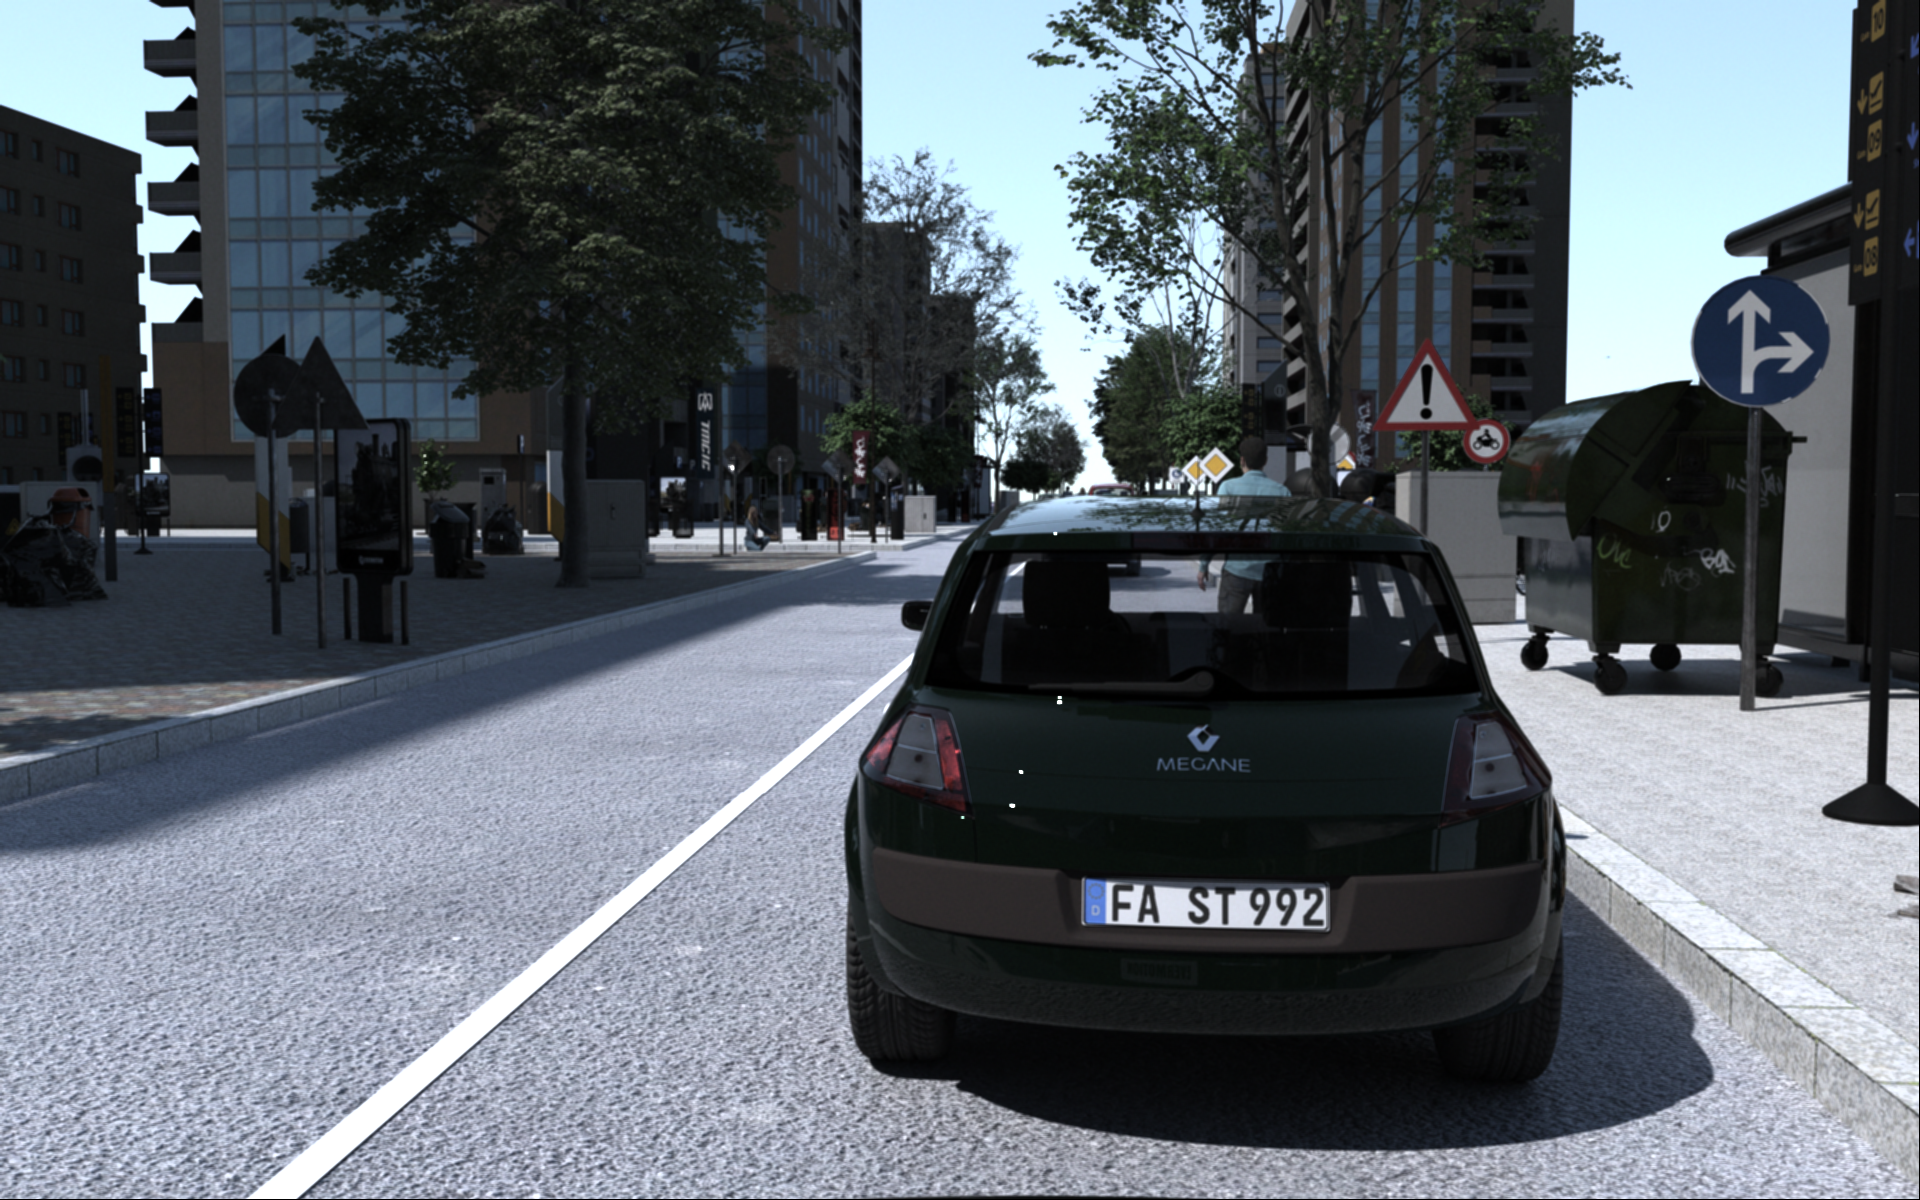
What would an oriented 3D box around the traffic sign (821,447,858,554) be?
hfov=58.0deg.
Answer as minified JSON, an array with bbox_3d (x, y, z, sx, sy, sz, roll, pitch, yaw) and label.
[{"bbox_3d":[-2.585,-2.051,37.173,0.795,2.450,0.064,0,4,5],"label":"traffic sign"}]

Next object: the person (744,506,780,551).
[{"bbox_3d":[-4.639,-1.607,40.270,0.738,1.151,1.012,3,4,38],"label":"person"}]

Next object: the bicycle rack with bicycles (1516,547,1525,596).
[{"bbox_3d":[6.923,-0.482,21.256,2.852,0.926,2.925,0,4,-7],"label":"bicycle rack with bicycles"}]

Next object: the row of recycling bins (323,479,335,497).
[{"bbox_3d":[-16.296,-2.439,46.991,3.534,1.692,1.069,3,5,45],"label":"row of recycling bins"}]

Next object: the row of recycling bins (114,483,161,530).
[{"bbox_3d":[-30.113,-3.488,64.136,1.069,1.692,3.534,1,4,18],"label":"row of recycling bins"}]

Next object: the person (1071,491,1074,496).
[{"bbox_3d":[11.788,-10.549,181.699,0.721,1.743,1.217,3,5,44],"label":"person"}]

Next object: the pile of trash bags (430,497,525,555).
[{"bbox_3d":[-10.927,-1.650,36.729,3.447,1.369,1.912,0,4,-5],"label":"pile of trash bags"}]

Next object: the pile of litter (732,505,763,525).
[{"bbox_3d":[-8.858,-3.543,71.890,1.176,0.858,1.719,3,4,37],"label":"pile of litter"}]

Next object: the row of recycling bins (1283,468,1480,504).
[{"bbox_3d":[6.818,-1.239,27.367,3.534,1.692,1.069,-1,4,-13],"label":"row of recycling bins"}]

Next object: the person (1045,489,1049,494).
[{"bbox_3d":[5.699,-6.413,113.575,0.641,1.798,0.478,-1,4,-13],"label":"person"}]

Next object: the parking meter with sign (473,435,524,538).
[{"bbox_3d":[-13.756,-3.349,51.013,1.738,3.016,0.543,0,4,-3],"label":"parking meter with sign"}]

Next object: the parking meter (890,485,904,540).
[{"bbox_3d":[-1.765,-2.464,48.696,0.372,1.533,0.369,0,3,0],"label":"parking meter"}]

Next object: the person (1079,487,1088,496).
[{"bbox_3d":[6.510,-5.052,91.289,0.537,1.800,0.526,0,4,8],"label":"person"}]

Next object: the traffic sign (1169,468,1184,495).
[{"bbox_3d":[8.333,-3.942,66.586,0.606,2.300,0.079,1,4,11],"label":"traffic sign"}]

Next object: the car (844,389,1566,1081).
[{"bbox_3d":[0.730,0.250,5.697,2.009,1.686,4.222,0,4,6],"label":"car"}]

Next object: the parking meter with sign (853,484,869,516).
[{"bbox_3d":[-5.828,-6.436,101.494,0.543,3.016,1.738,2,4,29],"label":"parking meter with sign"}]

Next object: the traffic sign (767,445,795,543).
[{"bbox_3d":[-4.661,-2.742,44.933,0.768,2.556,0.104,1,4,15],"label":"traffic sign"}]

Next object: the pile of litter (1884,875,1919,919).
[{"bbox_3d":[3.744,0.533,5.248,1.719,0.858,1.176,2,4,23],"label":"pile of litter"}]

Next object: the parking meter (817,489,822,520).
[{"bbox_3d":[-7.039,-4.748,86.044,0.372,1.533,0.369,0,3,0],"label":"parking meter"}]

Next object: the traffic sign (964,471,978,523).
[{"bbox_3d":[0.439,-4.643,77.101,0.795,2.450,0.064,0,4,7],"label":"traffic sign"}]

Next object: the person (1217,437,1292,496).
[{"bbox_3d":[1.980,-0.202,11.816,0.660,1.820,0.620,-1,4,-13],"label":"person"}]

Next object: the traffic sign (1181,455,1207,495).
[{"bbox_3d":[6.054,-2.495,44.436,0.795,2.450,0.064,0,4,5],"label":"traffic sign"}]

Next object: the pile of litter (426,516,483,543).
[{"bbox_3d":[-13.276,-1.958,45.978,1.719,0.858,1.176,1,4,17],"label":"pile of litter"}]

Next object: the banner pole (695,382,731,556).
[{"bbox_3d":[-5.125,-2.799,35.783,0.863,3.779,0.401,2,4,31],"label":"banner pole"}]

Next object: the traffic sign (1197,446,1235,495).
[{"bbox_3d":[5.379,-2.008,36.479,0.795,2.450,0.064,0,4,5],"label":"traffic sign"}]

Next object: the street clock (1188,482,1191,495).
[{"bbox_3d":[12.872,-5.747,98.538,0.471,2.002,0.358,3,4,36],"label":"street clock"}]

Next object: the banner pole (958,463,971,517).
[{"bbox_3d":[0.292,-6.641,98.597,0.863,3.779,0.401,2,4,24],"label":"banner pole"}]

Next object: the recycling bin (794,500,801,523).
[{"bbox_3d":[-7.377,-4.016,78.216,0.722,1.027,0.722,3,4,36],"label":"recycling bin"}]

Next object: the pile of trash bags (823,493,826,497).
[{"bbox_3d":[-7.087,-5.448,98.825,1.912,1.369,3.447,1,4,10],"label":"pile of trash bags"}]

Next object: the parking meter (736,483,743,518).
[{"bbox_3d":[-11.614,-5.227,91.176,0.255,1.863,0.399,-3,5,-43],"label":"parking meter"}]

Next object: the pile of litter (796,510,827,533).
[{"bbox_3d":[-4.942,-2.706,58.201,1.176,0.858,1.719,1,4,21],"label":"pile of litter"}]

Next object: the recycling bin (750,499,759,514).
[{"bbox_3d":[-9.354,-4.185,80.981,0.722,1.027,0.722,1,4,10],"label":"recycling bin"}]

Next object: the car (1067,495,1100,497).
[{"bbox_3d":[2.458,-1.213,31.835,2.014,1.417,4.499,0,4,6],"label":"car"}]

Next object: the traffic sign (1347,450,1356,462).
[{"bbox_3d":[10.835,-2.990,48.991,0.768,2.556,0.104,1,4,9],"label":"traffic sign"}]

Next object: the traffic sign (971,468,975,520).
[{"bbox_3d":[0.589,-5.258,86.081,0.768,2.556,0.104,0,4,5],"label":"traffic sign"}]

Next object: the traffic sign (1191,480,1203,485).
[{"bbox_3d":[13.060,-5.845,95.679,0.768,2.556,0.104,0,4,8],"label":"traffic sign"}]

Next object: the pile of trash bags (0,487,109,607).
[{"bbox_3d":[-11.296,-0.685,20.955,1.912,1.369,3.447,0,4,-8],"label":"pile of trash bags"}]

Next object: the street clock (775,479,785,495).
[{"bbox_3d":[-8.459,-4.690,81.253,0.471,2.002,0.358,3,5,42],"label":"street clock"}]

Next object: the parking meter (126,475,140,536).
[{"bbox_3d":[-25.533,-2.920,53.457,0.255,1.863,0.399,-1,4,-9],"label":"parking meter"}]

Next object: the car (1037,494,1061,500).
[{"bbox_3d":[5.189,-5.364,99.493,2.131,1.459,4.920,0,4,4],"label":"car"}]

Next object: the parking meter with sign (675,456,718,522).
[{"bbox_3d":[-12.212,-5.112,79.847,1.738,3.016,0.543,1,4,17],"label":"parking meter with sign"}]

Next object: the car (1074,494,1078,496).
[{"bbox_3d":[14.755,-12.378,214.379,2.014,1.417,4.499,0,4,4],"label":"car"}]

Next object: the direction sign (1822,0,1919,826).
[{"bbox_3d":[3.631,-0.903,6.761,0.379,3.537,0.876,1,4,9],"label":"direction sign"}]

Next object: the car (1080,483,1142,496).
[{"bbox_3d":[5.384,-3.237,61.599,2.281,1.827,5.304,0,4,4],"label":"car"}]

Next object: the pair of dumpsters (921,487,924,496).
[{"bbox_3d":[-2.800,-5.289,88.963,1.574,2.255,4.437,0,4,5],"label":"pair of dumpsters"}]

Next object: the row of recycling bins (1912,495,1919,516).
[{"bbox_3d":[13.851,-0.985,23.222,1.069,1.692,3.534,0,4,6],"label":"row of recycling bins"}]

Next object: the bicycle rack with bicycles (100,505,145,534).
[{"bbox_3d":[-27.725,-2.626,56.317,2.852,0.926,2.925,-1,4,-21],"label":"bicycle rack with bicycles"}]

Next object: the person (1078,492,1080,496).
[{"bbox_3d":[10.073,-8.266,143.513,0.709,1.838,0.599,1,4,20],"label":"person"}]

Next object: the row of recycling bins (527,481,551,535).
[{"bbox_3d":[-11.996,-2.949,55.336,3.534,1.692,1.069,-1,4,-21],"label":"row of recycling bins"}]

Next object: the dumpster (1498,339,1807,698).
[{"bbox_3d":[4.615,-0.564,11.716,1.502,2.255,1.985,0,4,5],"label":"dumpster"}]

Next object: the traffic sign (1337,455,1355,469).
[{"bbox_3d":[10.786,-2.899,48.579,0.795,2.450,0.064,1,4,10],"label":"traffic sign"}]

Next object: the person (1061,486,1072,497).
[{"bbox_3d":[5.493,-4.947,89.230,0.661,1.843,0.795,1,4,19],"label":"person"}]

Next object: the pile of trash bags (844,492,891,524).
[{"bbox_3d":[-3.771,-3.994,75.047,3.447,1.369,1.912,1,4,9],"label":"pile of trash bags"}]

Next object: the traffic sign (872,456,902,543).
[{"bbox_3d":[-1.910,-2.537,45.129,0.795,2.450,0.064,0,4,5],"label":"traffic sign"}]

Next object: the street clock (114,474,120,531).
[{"bbox_3d":[-29.564,-3.415,60.400,0.471,2.002,0.358,-1,4,-13],"label":"street clock"}]
